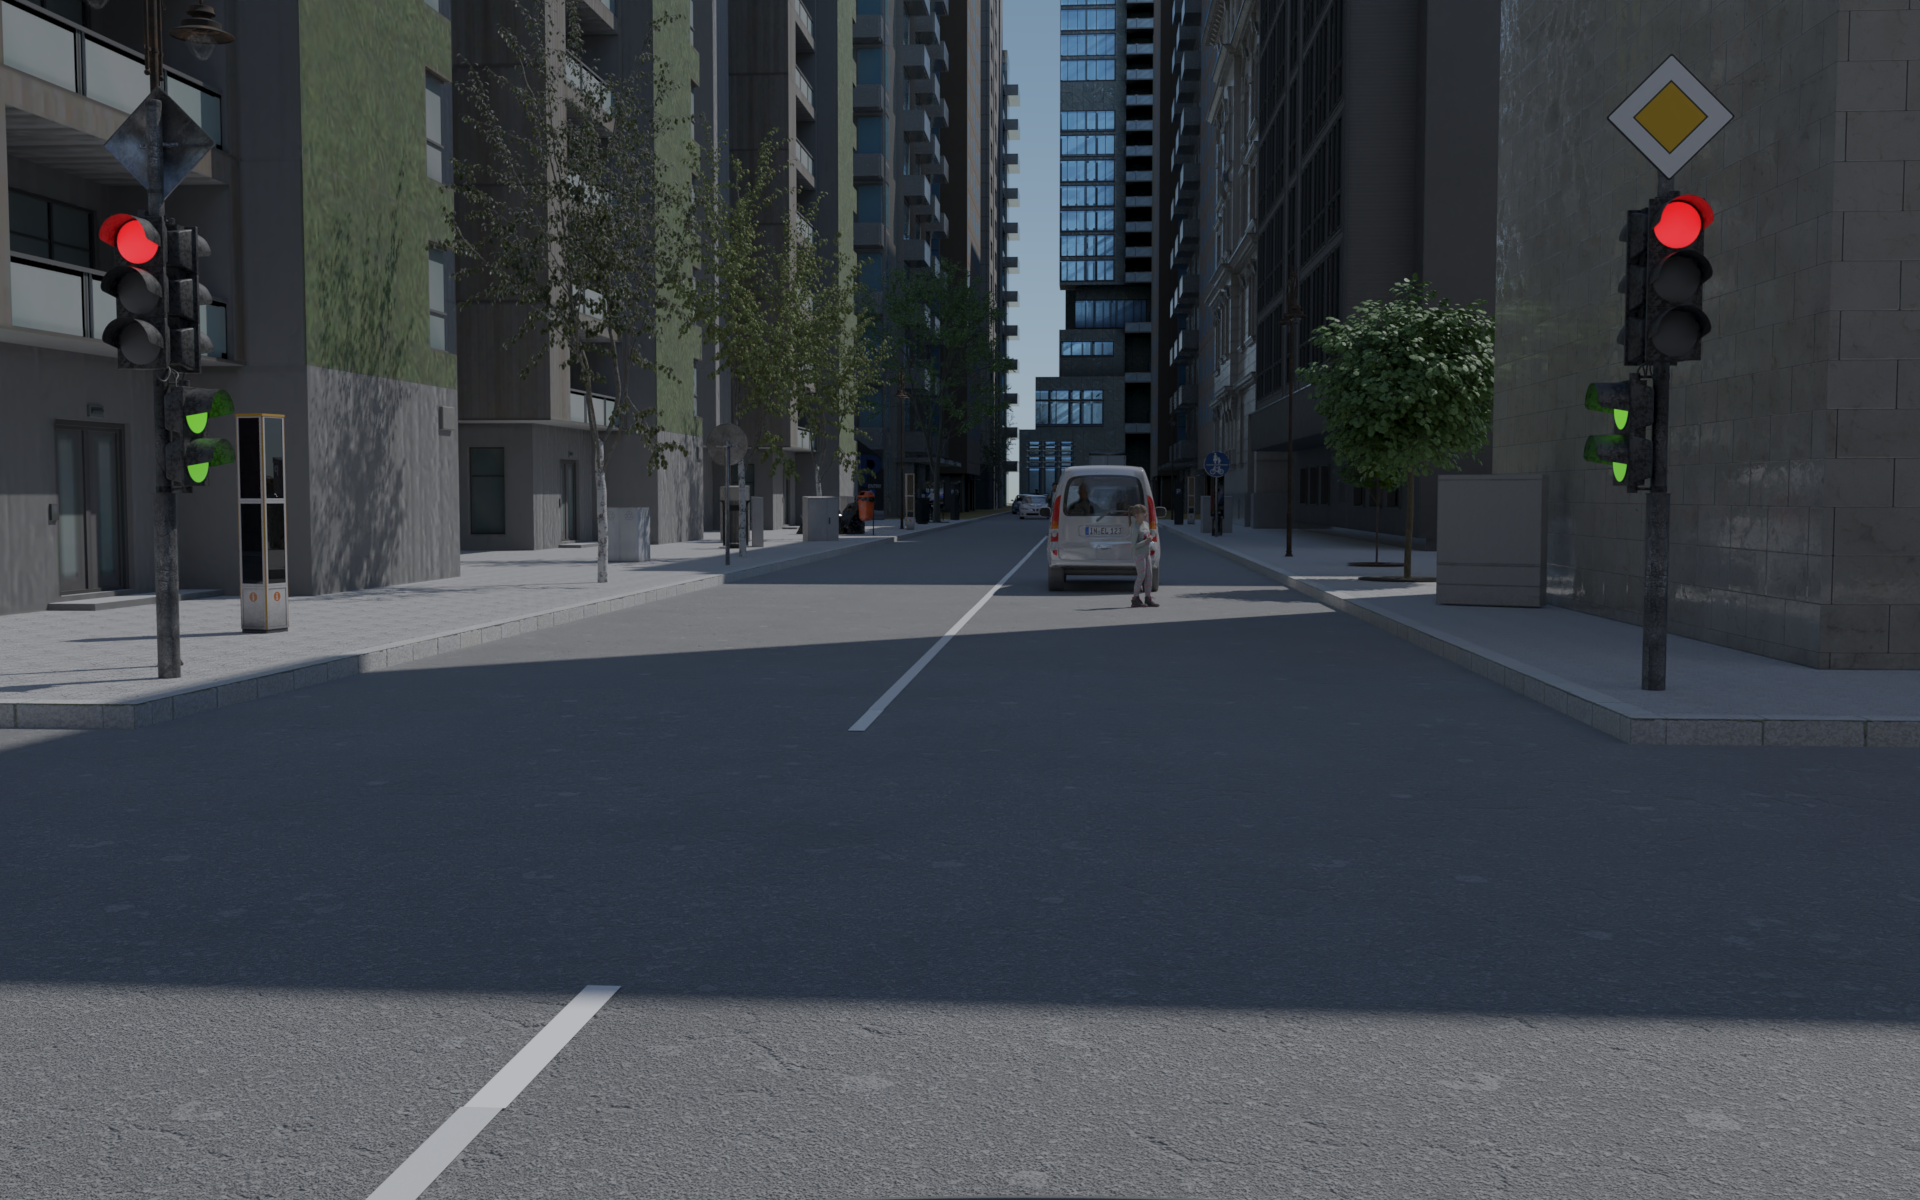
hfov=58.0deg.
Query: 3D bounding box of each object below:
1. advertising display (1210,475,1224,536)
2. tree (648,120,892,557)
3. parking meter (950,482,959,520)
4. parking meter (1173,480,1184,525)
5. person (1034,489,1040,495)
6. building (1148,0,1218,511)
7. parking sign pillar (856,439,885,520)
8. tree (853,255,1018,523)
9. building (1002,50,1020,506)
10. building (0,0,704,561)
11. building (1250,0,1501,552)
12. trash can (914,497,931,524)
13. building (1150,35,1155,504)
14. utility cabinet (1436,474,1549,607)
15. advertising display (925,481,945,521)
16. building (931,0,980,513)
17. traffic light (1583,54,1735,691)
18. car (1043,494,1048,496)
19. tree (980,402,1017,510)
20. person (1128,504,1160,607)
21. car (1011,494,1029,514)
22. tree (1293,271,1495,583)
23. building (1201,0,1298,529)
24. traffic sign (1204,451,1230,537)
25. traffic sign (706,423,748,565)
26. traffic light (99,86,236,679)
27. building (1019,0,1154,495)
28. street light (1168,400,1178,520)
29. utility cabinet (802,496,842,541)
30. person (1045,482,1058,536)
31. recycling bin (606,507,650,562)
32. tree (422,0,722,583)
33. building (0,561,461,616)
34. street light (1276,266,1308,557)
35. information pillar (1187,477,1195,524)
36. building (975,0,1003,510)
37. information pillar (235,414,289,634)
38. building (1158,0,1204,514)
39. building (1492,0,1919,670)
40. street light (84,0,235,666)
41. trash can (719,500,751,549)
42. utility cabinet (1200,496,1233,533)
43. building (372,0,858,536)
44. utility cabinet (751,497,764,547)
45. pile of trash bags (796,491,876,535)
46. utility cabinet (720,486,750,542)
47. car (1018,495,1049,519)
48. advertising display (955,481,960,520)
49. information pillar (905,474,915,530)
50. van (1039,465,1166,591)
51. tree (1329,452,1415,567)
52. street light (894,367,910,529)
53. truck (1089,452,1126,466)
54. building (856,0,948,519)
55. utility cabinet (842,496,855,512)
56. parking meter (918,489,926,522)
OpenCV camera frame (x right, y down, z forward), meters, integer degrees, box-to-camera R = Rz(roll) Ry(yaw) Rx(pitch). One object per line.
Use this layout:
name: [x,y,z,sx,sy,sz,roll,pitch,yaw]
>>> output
advertising display: [7.900,-2.933,53.167,0.123,1.923,0.974,2,4,27]
tree: [-4.188,-5.168,34.861,4.737,8.622,4.395,0,3,0]
parking meter: [-0.269,-4.864,85.245,0.255,1.863,0.399,-3,5,-42]
parking meter: [9.120,-4.070,72.253,0.399,1.863,0.255,1,4,18]
person: [6.643,-8.725,150.785,1.348,1.869,0.705,3,4,38]
building: [22.628,-29.893,138.865,14.600,45.320,14.200,0,4,4]
parking sign pillar: [-4.445,-5.943,85.642,1.447,3.967,1.447,-2,4,-24]
tree: [-1.168,-9.247,76.938,9.928,11.665,9.643,0,3,0]
building: [-8.904,-34.478,183.325,30.456,49.044,23.786,0,4,4]
building: [-14.751,-21.883,41.383,14.154,41.232,14.086,0,4,4]
building: [16.594,-15.643,49.272,14.314,27.812,24.014,0,4,4]
trash can: [-1.594,-3.794,73.682,0.748,1.137,0.748,0,3,0]
building: [23.935,-28.713,153.048,14.154,41.232,14.086,0,4,4]
utility cabinet: [6.073,-0.678,19.772,1.173,1.500,0.318,2,4,32]
advertising display: [-1.207,-4.810,83.858,0.974,1.923,0.123,1,4,21]
building: [-5.863,-29.045,124.998,14.600,45.320,14.200,0,4,4]
traffic light: [4.531,-1.366,11.247,0.839,4.253,0.868,0,4,4]
car: [7.099,-7.771,136.849,2.009,1.686,4.222,0,4,6]
tree: [2.722,-11.366,136.200,4.360,8.622,3.978,0,3,0]
person: [2.334,-0.560,21.930,0.394,1.301,0.425,1,4,18]
car: [4.664,-6.865,124.245,2.014,1.417,4.499,0,4,4]
tree: [6.588,-2.565,25.652,4.285,4.588,4.351,0,3,0]
building: [17.865,-17.516,73.780,14.401,28.519,23.554,0,4,4]
traffic sign: [7.664,-3.156,51.700,0.768,2.556,0.104,1,4,11]
traffic sign: [-4.195,-1.901,31.191,0.768,2.556,0.104,0,4,6]
traffic light: [-5.504,-1.410,11.974,0.839,4.253,0.868,0,4,4]
building: [22.147,-53.033,179.765,31.000,86.520,22.319,0,4,4]
street light: [10.489,-6.888,85.407,0.468,5.910,1.993,0,4,4]
utility cabinet: [-3.794,-2.207,47.248,1.020,1.237,0.306,-3,5,-39]
person: [3.183,-2.980,57.213,0.794,1.824,0.713,2,4,32]
recycling bin: [-6.323,-1.240,32.836,0.722,1.027,0.722,1,4,9]
tree: [-5.243,-4.544,24.657,4.360,8.622,3.978,0,3,0]
building: [-15.255,-20.533,19.316,14.154,41.232,14.086,0,4,4]
street light: [6.746,-3.826,35.337,0.468,5.910,1.993,0,4,4]
information pillar: [9.783,-4.208,73.296,0.304,2.012,0.304,0,4,4]
building: [-6.982,-43.589,150.926,20.611,71.187,20.563,0,4,4]
information pillar: [-6.451,-0.705,16.019,0.304,2.012,0.304,1,4,19]
building: [25.729,-30.371,116.174,23.786,49.044,30.456,0,4,4]
building: [15.041,-9.897,16.574,16.860,20.320,10.420,0,4,4]
street light: [-5.904,-2.446,12.772,0.468,5.910,1.993,0,4,4]
trash can: [-5.301,-1.789,40.907,0.748,1.137,0.748,0,3,0]
utility cabinet: [8.470,-2.814,57.166,1.020,1.237,0.306,-1,4,-11]
building: [-11.686,-23.221,63.261,14.154,41.232,14.086,0,4,4]
utility cabinet: [-4.931,-1.901,42.239,0.306,1.237,1.020,0,4,-7]
pile of trash bags: [-3.708,-2.761,54.901,1.912,1.369,3.447,-3,4,-36]
utility cabinet: [-6.004,-2.289,46.096,0.318,1.500,1.173,-2,4,-34]
car: [4.354,-5.336,99.608,2.083,1.381,4.827,0,4,3]
advertising display: [-0.121,-4.942,86.022,0.123,1.923,0.974,-1,4,-10]
information pillar: [-1.800,-3.522,62.075,0.304,2.012,0.304,-1,4,-10]
van: [2.216,-1.216,26.900,2.013,2.044,4.112,0,4,4]
tree: [7.562,-2.218,30.870,1.663,3.219,1.824,0,3,0]
street light: [-2.131,-5.539,63.358,0.468,5.910,1.993,0,4,4]
truck: [10.344,-8.082,121.059,2.839,4.237,11.283,0,4,5]
building: [-12.403,-29.530,102.425,23.786,49.044,30.456,0,4,4]
utility cabinet: [-3.900,-3.003,60.255,0.306,1.237,1.020,-1,4,-19]
parking meter: [-1.750,-4.368,79.833,0.372,1.533,0.369,0,3,0]
